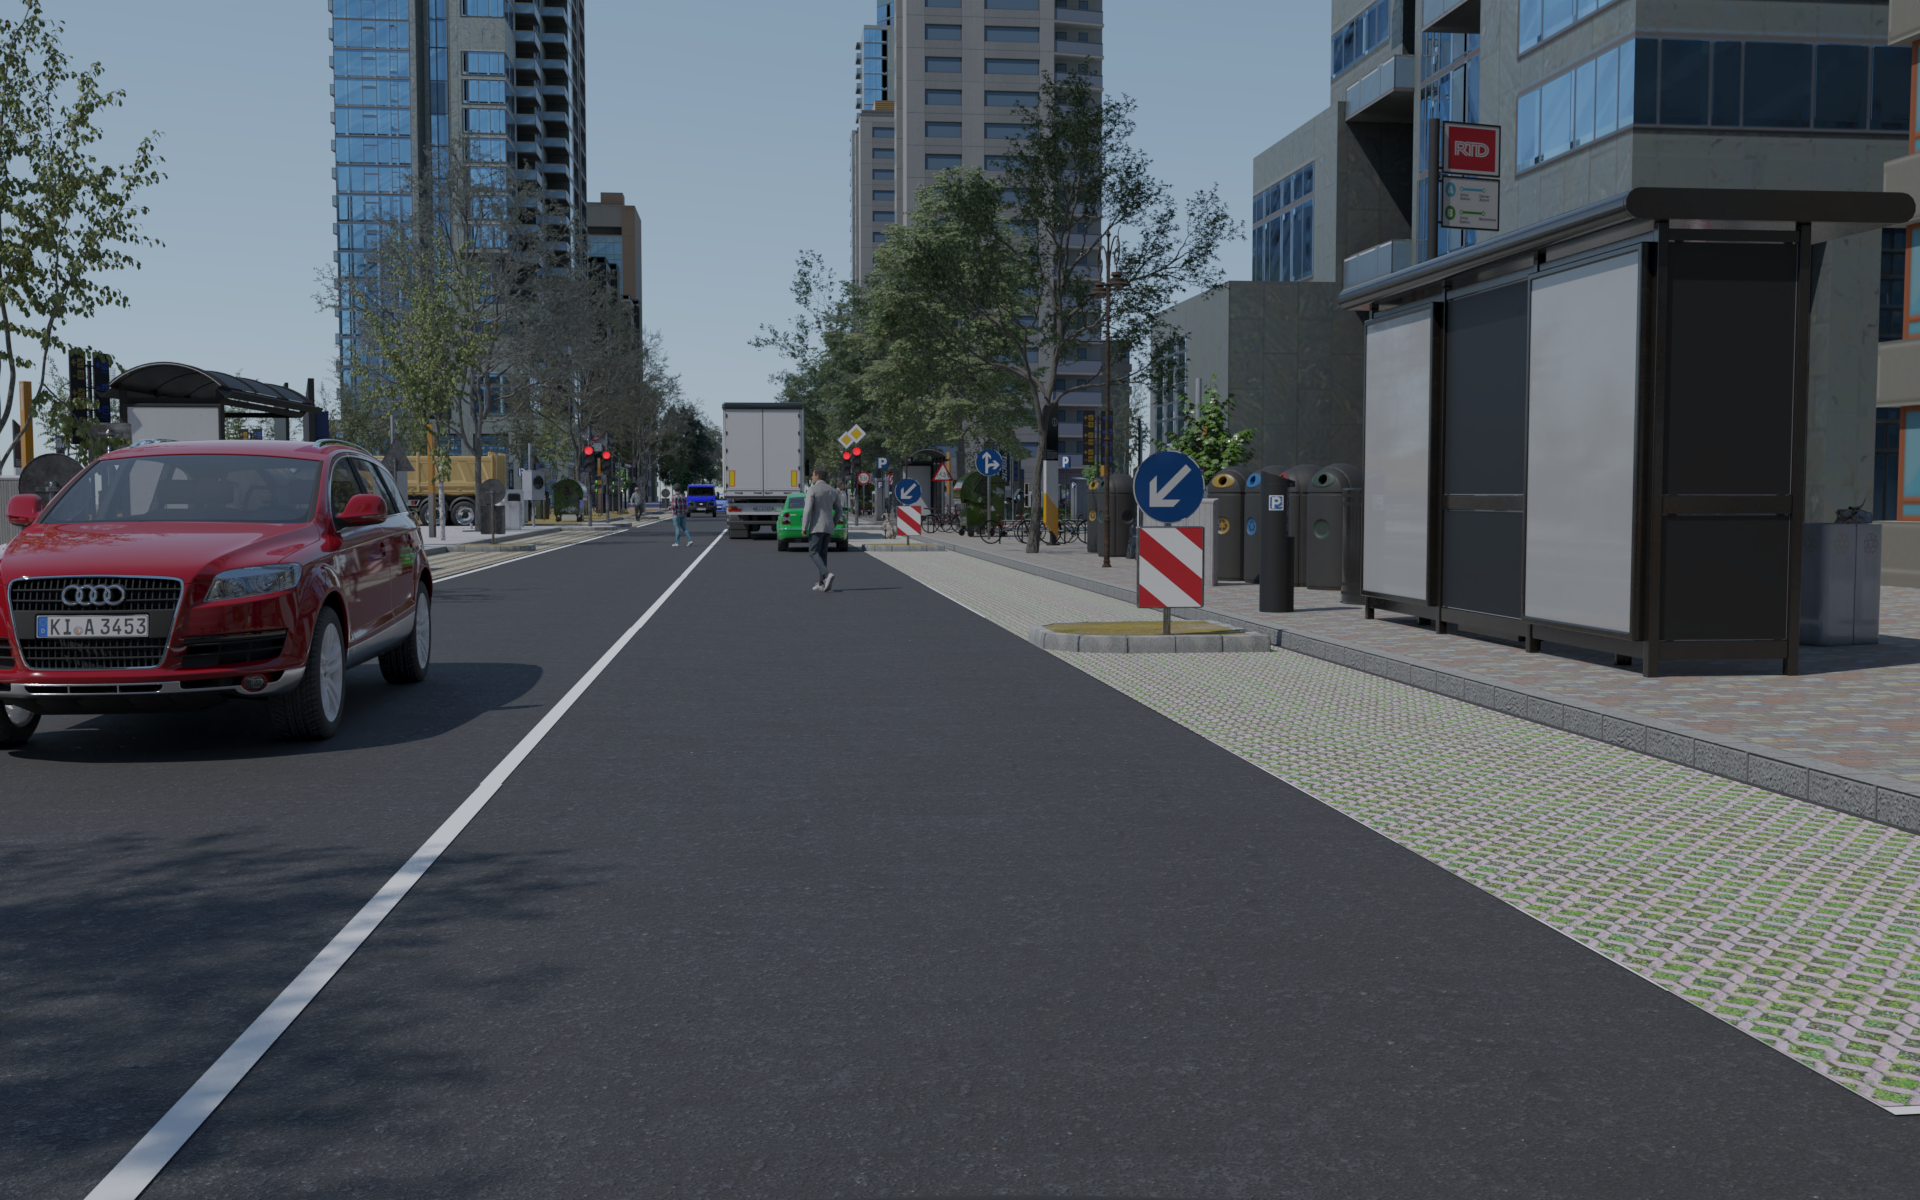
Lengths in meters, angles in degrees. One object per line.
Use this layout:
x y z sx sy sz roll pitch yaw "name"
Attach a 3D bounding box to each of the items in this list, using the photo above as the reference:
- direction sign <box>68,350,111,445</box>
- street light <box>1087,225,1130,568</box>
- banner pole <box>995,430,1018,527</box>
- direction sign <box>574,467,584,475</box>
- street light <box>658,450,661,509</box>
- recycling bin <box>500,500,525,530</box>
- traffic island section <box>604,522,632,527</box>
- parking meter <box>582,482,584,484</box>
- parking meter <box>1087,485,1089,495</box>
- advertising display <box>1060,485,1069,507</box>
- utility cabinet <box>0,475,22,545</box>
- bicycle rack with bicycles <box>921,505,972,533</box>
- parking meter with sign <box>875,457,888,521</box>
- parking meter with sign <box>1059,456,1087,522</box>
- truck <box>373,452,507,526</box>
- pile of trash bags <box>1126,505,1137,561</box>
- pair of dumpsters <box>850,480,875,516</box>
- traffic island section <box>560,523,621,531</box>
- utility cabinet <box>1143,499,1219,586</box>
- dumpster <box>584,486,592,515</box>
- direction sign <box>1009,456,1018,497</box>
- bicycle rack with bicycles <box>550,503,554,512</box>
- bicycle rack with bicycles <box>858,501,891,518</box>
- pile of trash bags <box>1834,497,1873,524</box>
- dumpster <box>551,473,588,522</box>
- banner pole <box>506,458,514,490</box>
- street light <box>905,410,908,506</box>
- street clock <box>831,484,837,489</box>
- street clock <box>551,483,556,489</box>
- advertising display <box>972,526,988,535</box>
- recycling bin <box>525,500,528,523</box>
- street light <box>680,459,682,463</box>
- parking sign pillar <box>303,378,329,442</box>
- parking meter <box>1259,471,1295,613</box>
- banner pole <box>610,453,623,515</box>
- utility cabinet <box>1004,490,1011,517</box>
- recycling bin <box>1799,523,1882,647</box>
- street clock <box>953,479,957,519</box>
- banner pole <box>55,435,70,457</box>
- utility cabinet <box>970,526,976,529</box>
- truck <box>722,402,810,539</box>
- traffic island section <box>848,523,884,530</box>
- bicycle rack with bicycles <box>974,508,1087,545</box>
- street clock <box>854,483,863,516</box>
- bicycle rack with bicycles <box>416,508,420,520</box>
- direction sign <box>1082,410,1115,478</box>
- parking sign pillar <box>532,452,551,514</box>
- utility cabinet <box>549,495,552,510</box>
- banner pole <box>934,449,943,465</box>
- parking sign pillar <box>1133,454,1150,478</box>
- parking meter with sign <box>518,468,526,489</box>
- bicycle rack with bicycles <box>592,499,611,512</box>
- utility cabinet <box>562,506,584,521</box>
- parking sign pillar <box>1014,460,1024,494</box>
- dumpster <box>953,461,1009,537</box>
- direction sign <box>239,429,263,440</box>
-13.842 -2.179 27.624 0.379 3.537 0.876 1 4 13 "direction sign"
2.567 -3.506 30.111 0.468 5.910 1.993 0 4 -7 "street light"
1.865 -4.728 67.316 0.863 3.779 0.401 -2 4 -27 "banner pole"
-31.319 -9.196 142.345 0.876 3.537 0.379 1 4 9 "direction sign"
-26.518 -11.028 153.094 0.468 5.910 1.993 0 4 -7 "street light"
-16.006 -3.008 61.730 0.722 1.027 0.722 -1 4 -10 "recycling bin"
-15.515 -3.298 76.205 2.009 0.180 2.903 0 4 -7 "traffic island section"
-18.258 -4.728 83.019 0.399 1.863 0.255 1 4 13 "parking meter"
7.519 -5.950 102.989 0.255 1.863 0.399 -2 4 -34 "parking meter"
7.210 -6.983 119.393 0.123 1.923 0.974 3 4 37 "advertising display"
-11.161 -0.717 20.406 1.173 1.500 0.318 -1 4 -17 "utility cabinet"
0.077 -2.702 57.562 2.925 0.926 2.852 0 4 -6 "bicycle rack with bicycles"
-3.806 -5.294 82.820 0.543 3.016 1.738 -1 4 -9 "parking meter with sign"
5.516 -5.115 79.892 1.738 3.016 0.543 -3 4 -37 "parking meter with sign"
-23.906 -4.626 71.562 9.791 3.379 3.469 0 4 -5 "truck"
4.945 -1.470 33.784 3.447 1.369 1.912 1 4 8 "pile of trash bags"
-5.783 -6.295 105.417 1.574 2.255 4.437 0 4 -7 "pair of dumpsters"
-14.595 -2.813 68.273 2.009 0.180 2.903 0 4 -7 "traffic island section"
3.094 -0.804 24.313 1.020 1.237 0.306 1 4 22 "utility cabinet"
-22.874 -6.027 104.296 1.264 1.857 1.865 0 4 -7 "dumpster"
3.071 -6.823 103.552 0.876 3.537 0.379 -2 4 -28 "direction sign"
-30.936 -6.818 124.848 2.925 0.926 2.852 0 4 5 "bicycle rack with bicycles"
-3.934 -4.930 93.982 2.852 0.926 2.925 -2 4 -32 "bicycle rack with bicycles"
16.093 -1.225 29.776 1.912 1.369 3.447 3 5 41 "pile of trash bags"
-18.051 -4.739 79.969 1.502 2.255 1.985 0 4 -6 "dumpster"
-31.408 -7.993 120.703 0.401 3.779 0.863 3 4 36 "banner pole"
-2.140 -5.899 69.228 0.468 5.910 1.993 0 4 -7 "street light"
-9.346 -7.577 128.458 0.471 2.002 0.358 3 5 44 "street clock"
-26.115 -6.557 111.784 0.358 2.002 0.471 3 5 42 "street clock"
0.664 -3.031 54.769 0.123 1.923 0.974 2 4 35 "advertising display"
-19.554 -3.907 76.425 0.722 1.027 0.722 3 4 39 "recycling bin"
-31.065 -13.456 192.788 0.468 5.910 1.993 0 4 -7 "street light"
-15.226 -3.209 40.938 1.447 3.967 1.447 -2 4 -26 "parking sign pillar"
3.451 -0.638 18.839 0.372 1.533 0.369 0 3 0 "parking meter"
-22.610 -7.575 113.862 0.863 3.779 0.401 -2 4 -26 "banner pole"
2.258 -5.403 97.018 1.173 1.500 0.318 -2 4 -26 "utility cabinet"
7.407 -0.147 14.960 0.722 1.027 0.722 -2 4 -25 "recycling bin"
-0.142 -4.958 85.636 0.358 2.002 0.471 -3 4 -36 "street clock"
-33.534 -4.577 64.859 0.401 3.779 0.863 1 4 15 "banner pole"
0.608 -3.211 63.667 0.306 1.237 1.020 1 4 13 "utility cabinet"
-6.499 -4.257 58.520 2.839 4.237 11.283 0 4 -5 "truck"
-4.123 -2.887 69.479 2.009 0.180 2.903 0 4 -7 "traffic island section"
2.265 -1.933 44.990 2.925 0.926 2.852 1 4 22 "bicycle rack with bicycles"
-5.845 -5.815 99.647 0.471 2.002 0.358 0 4 -2 "street clock"
-26.876 -4.420 85.642 2.852 0.926 2.925 2 4 35 "bicycle rack with bicycles"
3.742 -3.371 47.110 0.876 3.537 0.379 -1 4 -18 "direction sign"
-26.761 -7.441 110.140 1.447 3.967 1.447 0 4 8 "parking sign pillar"
-32.918 -7.736 137.637 1.020 1.237 0.306 2 4 24 "utility cabinet"
-1.043 -6.576 97.527 0.401 3.779 0.863 -1 4 -13 "banner pole"
13.167 -8.359 125.134 1.447 3.967 1.447 1 4 19 "parking sign pillar"
-29.032 -7.321 115.967 0.543 3.016 1.738 0 4 5 "parking meter with sign"
-25.956 -6.875 125.785 2.852 0.926 2.925 0 4 -5 "bicycle rack with bicycles"
-18.476 -4.509 82.405 1.173 1.500 0.318 1 4 17 "utility cabinet"
4.557 -8.928 134.450 1.447 3.967 1.447 -1 4 -19 "parking sign pillar"
0.640 -3.044 52.265 1.502 2.255 1.985 0 4 -6 "dumpster"
-24.541 -4.161 60.033 0.876 3.537 0.379 1 4 12 "direction sign"
